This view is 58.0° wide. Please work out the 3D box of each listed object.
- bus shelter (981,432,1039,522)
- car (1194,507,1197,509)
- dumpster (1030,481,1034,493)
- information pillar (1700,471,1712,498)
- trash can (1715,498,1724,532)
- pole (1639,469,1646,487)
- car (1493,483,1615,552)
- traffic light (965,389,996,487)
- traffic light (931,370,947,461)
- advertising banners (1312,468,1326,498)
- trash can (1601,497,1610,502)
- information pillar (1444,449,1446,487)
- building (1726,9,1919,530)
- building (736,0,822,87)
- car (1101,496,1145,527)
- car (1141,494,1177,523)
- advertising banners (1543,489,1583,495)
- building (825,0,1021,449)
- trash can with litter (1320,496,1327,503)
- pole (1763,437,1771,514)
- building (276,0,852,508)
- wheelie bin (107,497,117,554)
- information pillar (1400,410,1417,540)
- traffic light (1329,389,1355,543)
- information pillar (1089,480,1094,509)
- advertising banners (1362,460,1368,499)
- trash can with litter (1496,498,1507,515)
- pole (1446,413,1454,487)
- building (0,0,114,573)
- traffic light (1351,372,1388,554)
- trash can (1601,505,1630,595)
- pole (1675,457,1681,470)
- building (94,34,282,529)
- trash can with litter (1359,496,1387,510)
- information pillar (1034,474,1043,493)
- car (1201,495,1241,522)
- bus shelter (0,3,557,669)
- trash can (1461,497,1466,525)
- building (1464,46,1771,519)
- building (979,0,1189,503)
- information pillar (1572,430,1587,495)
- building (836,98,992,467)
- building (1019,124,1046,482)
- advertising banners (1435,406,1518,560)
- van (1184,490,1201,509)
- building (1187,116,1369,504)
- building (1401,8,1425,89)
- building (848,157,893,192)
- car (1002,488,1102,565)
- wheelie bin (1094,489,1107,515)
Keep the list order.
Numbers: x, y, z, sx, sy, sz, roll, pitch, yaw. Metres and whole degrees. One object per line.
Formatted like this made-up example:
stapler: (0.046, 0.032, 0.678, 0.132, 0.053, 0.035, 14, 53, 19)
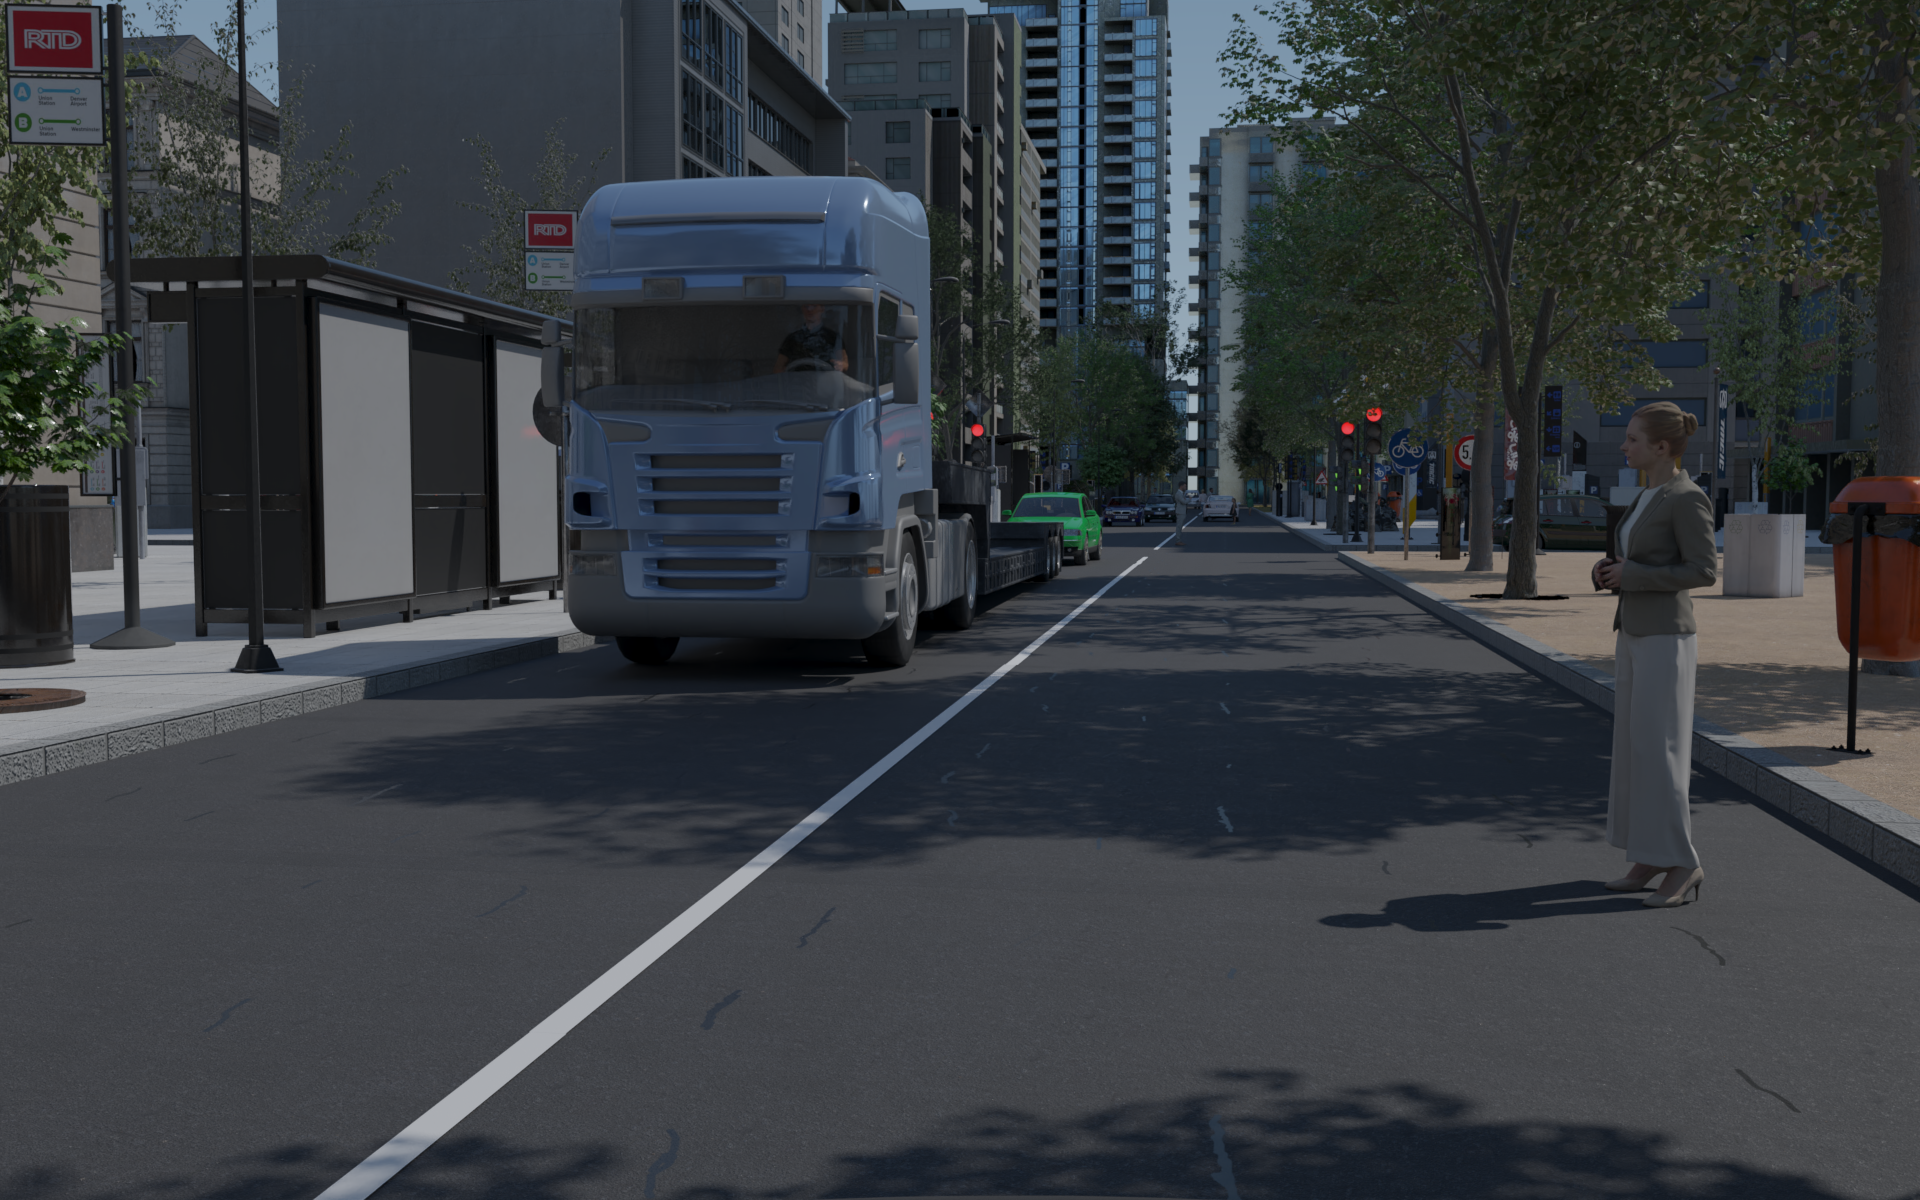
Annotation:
bus shelter: (1.963, -4.761, 69.130, 1.731, 3.624, 6.357, 1, 4, 9)
car: (22.726, -9.818, 172.884, 2.083, 1.381, 4.827, 0, 4, 7)
dumpster: (2.801, -4.213, 74.641, 1.264, 1.857, 1.865, 1, 4, 8)
information pillar: (24.293, -3.178, 56.454, 0.304, 2.012, 0.304, 3, 5, 42)
trash can: (25.372, -2.864, 58.472, 0.748, 1.137, 0.748, 0, 3, 0)
pole: (21.567, -3.723, 54.712, 0.158, 3.312, 0.155, 0, 3, 0)
car: (14.278, -1.823, 39.593, 4.222, 1.686, 2.009, 1, 4, 9)
traffic light: (0.529, -3.521, 46.484, 0.839, 4.253, 0.868, 1, 4, 9)
traffic light: (-0.679, -3.038, 38.590, 0.839, 4.253, 0.868, 1, 4, 9)
advertising banners: (23.586, -7.194, 113.807, 0.090, 3.025, 2.074, -1, 4, -13)
trash can: (29.213, -4.051, 77.884, 0.748, 1.137, 0.748, 0, 3, 0)
information pillar: (25.245, -6.020, 89.788, 0.504, 3.616, 0.183, -3, 5, -44)
building: (43.929, -24.914, 61.965, 28.867, 44.769, 22.147, 1, 4, 9)
building: (-26.238, -45.433, 181.076, 20.611, 71.187, 20.563, 1, 4, 9)
car: (7.299, -3.952, 77.191, 1.945, 1.354, 3.894, 1, 4, 8)
car: (10.216, -4.787, 88.052, 2.009, 1.686, 4.222, 1, 4, 9)
advertising banners: (18.320, -3.514, 53.646, 2.074, 3.025, 0.090, -1, 4, -9)
building: (-2.714, -28.156, 143.942, 14.154, 41.232, 14.086, 1, 4, 9)
trash can with litter: (20.589, -5.386, 99.449, 1.055, 1.170, 0.624, -1, 4, -18)
pole: (29.039, -4.190, 62.345, 0.158, 3.312, 0.155, 0, 3, 0)
building: (-14.667, -15.622, 74.482, 14.314, 24.678, 30.058, 1, 4, 9)
wheelie bin: (-18.297, -1.766, 36.784, 0.980, 1.594, 0.693, -1, 4, -10)
information pillar: (12.621, -3.501, 48.601, 0.504, 3.616, 0.183, -3, 4, -36)
traffic light: (10.032, -3.433, 45.051, 0.839, 4.253, 0.868, 1, 4, 9)
information pillar: (6.751, -5.196, 89.443, 0.304, 2.012, 0.304, 1, 4, 22)
advertising banners: (20.646, -5.632, 88.275, 0.090, 3.025, 2.074, 1, 4, 20)
trash can with litter: (21.368, -3.455, 67.881, 0.624, 1.170, 1.055, -1, 4, -20)
pole: (12.391, -3.060, 43.875, 0.158, 3.312, 0.155, 0, 3, 0)
building: (-27.141, -13.913, 24.736, 25.104, 27.353, 12.463, 1, 4, 9)
traffic light: (8.825, -2.950, 37.157, 0.839, 4.253, 0.868, 1, 4, 9)
trash can: (8.574, -0.641, 22.128, 0.748, 1.137, 0.748, 0, 3, 0)
pole: (21.754, -3.589, 52.530, 0.158, 3.312, 0.155, 0, 3, 0)
building: (-37.222, -12.498, 68.973, 19.286, 19.102, 10.561, 1, 4, 9)
trash can with litter: (15.463, -3.304, 65.408, 1.055, 1.170, 0.624, 2, 4, 33)
information pillar: (2.885, -3.637, 63.955, 0.304, 2.012, 0.304, 0, 4, 6)
car: (13.710, -4.810, 91.005, 2.083, 1.381, 4.827, 1, 4, 8)
bus shelter: (-6.328, -2.395, 16.788, 2.179, 5.291, 8.768, 1, 4, 9)
trash can: (20.867, -3.739, 72.782, 0.748, 1.137, 0.748, 0, 3, 0)
building: (38.347, -34.224, 101.556, 21.231, 58.520, 28.212, 1, 4, 9)
building: (14.360, -55.851, 225.827, 31.000, 86.520, 22.319, 1, 4, 9)
information pillar: (22.468, -4.375, 62.883, 0.504, 3.616, 0.183, 1, 4, 23)
building: (-5.508, -21.943, 130.463, 14.160, 30.474, 14.107, 1, 4, 9)
building: (-4.203, -29.446, 173.327, 23.993, 40.220, 32.217, 1, 4, 9)
advertising banners: (10.217, -2.306, 33.897, 2.074, 3.025, 0.090, -1, 4, -21)
van: (22.131, -9.678, 165.246, 2.013, 2.044, 4.112, 0, 4, 7)
building: (44.810, -36.894, 222.826, 30.456, 49.044, 23.786, 1, 4, 9)
building: (52.450, -33.327, 164.496, 23.786, 49.044, 30.456, 1, 4, 9)
building: (-9.004, -16.168, 100.504, 11.583, 22.565, 21.152, 1, 4, 9)
car: (1.940, -1.681, 36.276, 1.959, 1.807, 4.718, 1, 4, 10)
wheelie bin: (8.455, -5.914, 104.599, 0.693, 1.594, 0.980, -3, 5, -40)
